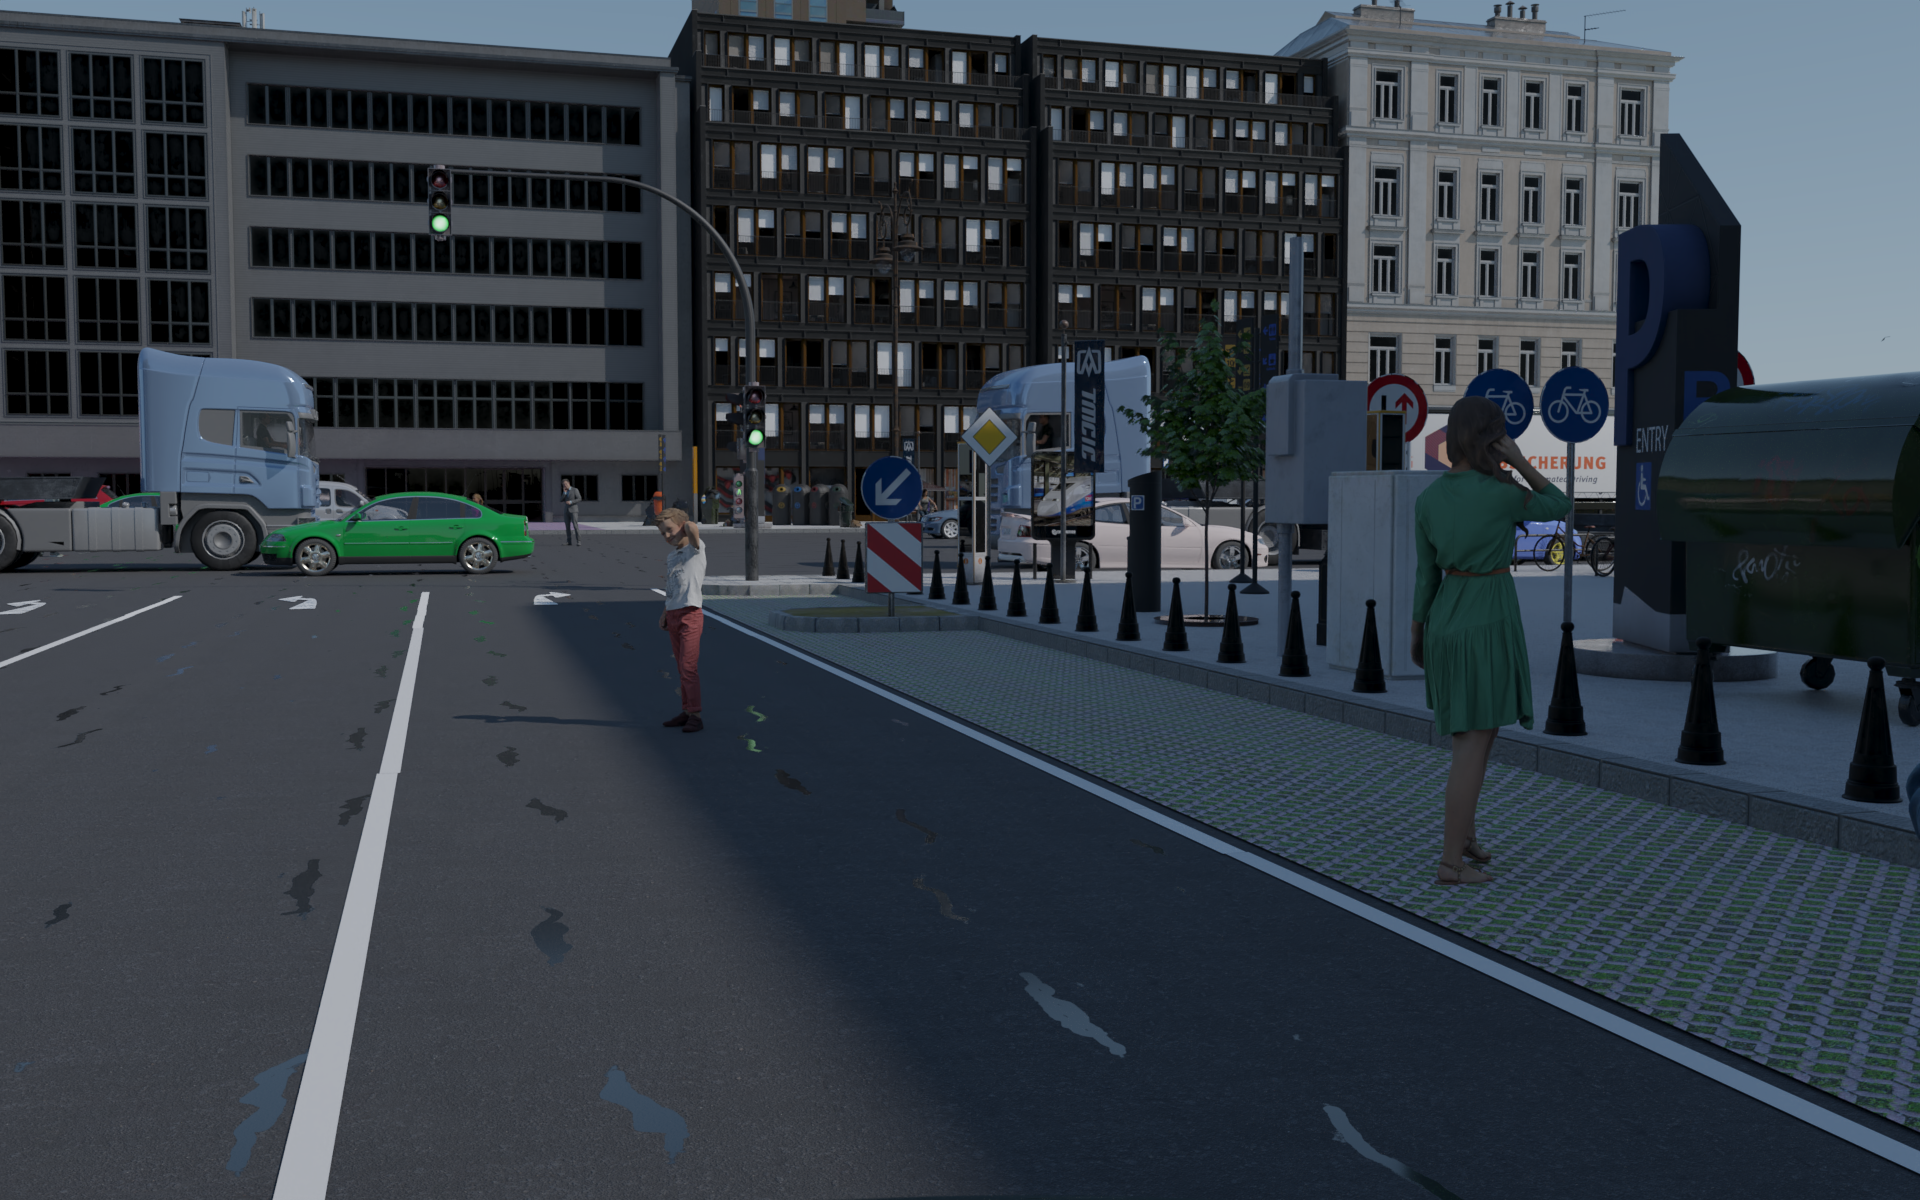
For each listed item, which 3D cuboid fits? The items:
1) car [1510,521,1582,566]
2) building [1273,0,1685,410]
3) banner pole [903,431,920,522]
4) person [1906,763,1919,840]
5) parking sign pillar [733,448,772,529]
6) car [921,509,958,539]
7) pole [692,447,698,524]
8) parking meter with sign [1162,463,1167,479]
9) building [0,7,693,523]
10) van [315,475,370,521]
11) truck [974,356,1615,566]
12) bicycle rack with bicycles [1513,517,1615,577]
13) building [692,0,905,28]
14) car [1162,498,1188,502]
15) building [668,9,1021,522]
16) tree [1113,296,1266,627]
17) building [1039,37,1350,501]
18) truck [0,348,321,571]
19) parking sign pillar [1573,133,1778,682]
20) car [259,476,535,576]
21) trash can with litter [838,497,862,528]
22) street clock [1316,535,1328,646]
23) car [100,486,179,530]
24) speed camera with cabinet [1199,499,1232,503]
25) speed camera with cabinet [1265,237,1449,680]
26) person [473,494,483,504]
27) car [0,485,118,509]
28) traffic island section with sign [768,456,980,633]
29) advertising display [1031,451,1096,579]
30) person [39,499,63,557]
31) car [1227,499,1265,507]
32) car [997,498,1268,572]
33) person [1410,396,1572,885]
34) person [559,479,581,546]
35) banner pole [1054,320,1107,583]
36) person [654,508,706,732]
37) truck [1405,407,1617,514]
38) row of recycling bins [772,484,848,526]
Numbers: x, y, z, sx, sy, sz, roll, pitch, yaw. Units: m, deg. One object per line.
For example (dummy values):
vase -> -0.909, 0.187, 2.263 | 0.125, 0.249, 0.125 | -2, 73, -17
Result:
car -> 10.233, -1.471, 33.647 | 3.694, 1.707, 1.945 | -1, 4, -16
building -> 26.942, -18.968, 96.028 | 20.117, 28.700, 13.634 | -1, 4, -16
banner pole -> -1.868, -4.817, 68.767 | 0.863, 3.779, 0.401 | 0, 4, 4
person -> 1.242, 0.549, 1.739 | 0.429, 1.552, 0.499 | -1, 4, -19
parking sign pillar -> -7.774, -4.668, 64.792 | 1.447, 3.967, 1.447 | -2, 4, -32
car -> 0.928, -2.697, 56.097 | 4.499, 1.417, 2.014 | -1, 4, -16
pole -> -11.374, -4.923, 74.331 | 0.158, 3.312, 0.155 | 0, 3, 0
parking meter with sign -> 10.075, -5.054, 78.890 | 1.738, 3.016, 0.543 | 2, 4, 34
building -> -28.136, -15.961, 80.027 | 30.058, 24.678, 14.314 | -1, 4, -16
van -> -19.332, -2.890, 54.258 | 4.112, 2.044, 2.013 | -1, 4, -16
truck -> 8.764, -2.855, 36.433 | 18.799, 4.110, 2.967 | -1, 4, -18
bicycle rack with bicycles -> 10.562, -0.904, 28.162 | 2.925, 0.926, 2.852 | -2, 4, -24
building -> -12.965, -29.696, 135.647 | 14.600, 45.320, 14.200 | -1, 4, -16
car -> 7.925, -3.057, 62.565 | 3.894, 1.354, 1.945 | -1, 4, -18
building -> -5.737, -15.657, 85.664 | 15.834, 23.373, 12.332 | -1, 4, -16
tree -> 2.476, -1.369, 16.981 | 1.663, 3.219, 1.824 | 0, 3, 0
building -> 9.989, -15.920, 89.972 | 15.834, 23.373, 12.332 | -1, 4, -16
truck -> -20.753, -2.524, 31.027 | 18.799, 4.110, 2.967 | -1, 4, -17
parking sign pillar -> 5.118, -1.464, 12.412 | 1.447, 3.967, 1.447 | 0, 4, 4
car -> -10.109, -1.373, 31.250 | 4.718, 1.807, 1.959 | -1, 4, -16
trash can with litter -> -4.151, -3.337, 65.953 | 1.055, 1.170, 0.624 | 3, 4, 39
street clock -> 3.154, -0.615, 14.623 | 0.358, 2.002, 0.471 | -2, 4, -32
car -> -22.191, -2.430, 48.534 | 4.718, 1.807, 1.959 | -1, 4, -17
speed camera with cabinet -> 10.771, -4.797, 72.759 | 0.660, 3.252, 2.038 | -2, 4, -31
speed camera with cabinet -> 2.959, -1.132, 12.837 | 0.660, 3.252, 2.038 | -1, 4, -16
person -> -10.410, -1.538, 36.877 | 0.726, 1.434, 0.776 | 2, 4, 32
car -> -29.412, -2.836, 55.047 | 5.304, 1.827, 2.281 | -1, 4, -17
traffic island section with sign -> -1.019, -0.618, 18.738 | 1.989, 1.847, 2.006 | -1, 4, -16
advertising display -> 1.554, -1.277, 26.094 | 0.974, 1.923, 0.123 | 0, 4, -6
person -> -20.642, -1.870, 39.558 | 0.782, 1.767, 0.515 | 1, 4, 23
car -> 9.559, -2.777, 57.411 | 4.499, 1.417, 2.014 | -1, 4, -15
car -> 3.049, -1.100, 30.342 | 4.827, 1.381, 2.083 | -1, 4, -15
person -> 1.900, 0.140, 6.466 | 0.600, 1.795, 0.529 | 3, 5, 44
person -> -10.826, -2.435, 48.123 | 0.655, 1.846, 0.447 | 1, 4, 20
banner pole -> 1.705, -2.135, 24.924 | 0.863, 3.779, 0.401 | 2, 4, 25
person -> -1.699, 0.110, 10.605 | 0.435, 1.345, 0.340 | 3, 4, 38
truck -> 19.461, -4.240, 58.239 | 11.283, 4.237, 2.839 | -1, 4, -15
row of recycling bins -> -6.116, -3.889, 70.698 | 3.534, 1.692, 1.069 | 2, 4, 27
